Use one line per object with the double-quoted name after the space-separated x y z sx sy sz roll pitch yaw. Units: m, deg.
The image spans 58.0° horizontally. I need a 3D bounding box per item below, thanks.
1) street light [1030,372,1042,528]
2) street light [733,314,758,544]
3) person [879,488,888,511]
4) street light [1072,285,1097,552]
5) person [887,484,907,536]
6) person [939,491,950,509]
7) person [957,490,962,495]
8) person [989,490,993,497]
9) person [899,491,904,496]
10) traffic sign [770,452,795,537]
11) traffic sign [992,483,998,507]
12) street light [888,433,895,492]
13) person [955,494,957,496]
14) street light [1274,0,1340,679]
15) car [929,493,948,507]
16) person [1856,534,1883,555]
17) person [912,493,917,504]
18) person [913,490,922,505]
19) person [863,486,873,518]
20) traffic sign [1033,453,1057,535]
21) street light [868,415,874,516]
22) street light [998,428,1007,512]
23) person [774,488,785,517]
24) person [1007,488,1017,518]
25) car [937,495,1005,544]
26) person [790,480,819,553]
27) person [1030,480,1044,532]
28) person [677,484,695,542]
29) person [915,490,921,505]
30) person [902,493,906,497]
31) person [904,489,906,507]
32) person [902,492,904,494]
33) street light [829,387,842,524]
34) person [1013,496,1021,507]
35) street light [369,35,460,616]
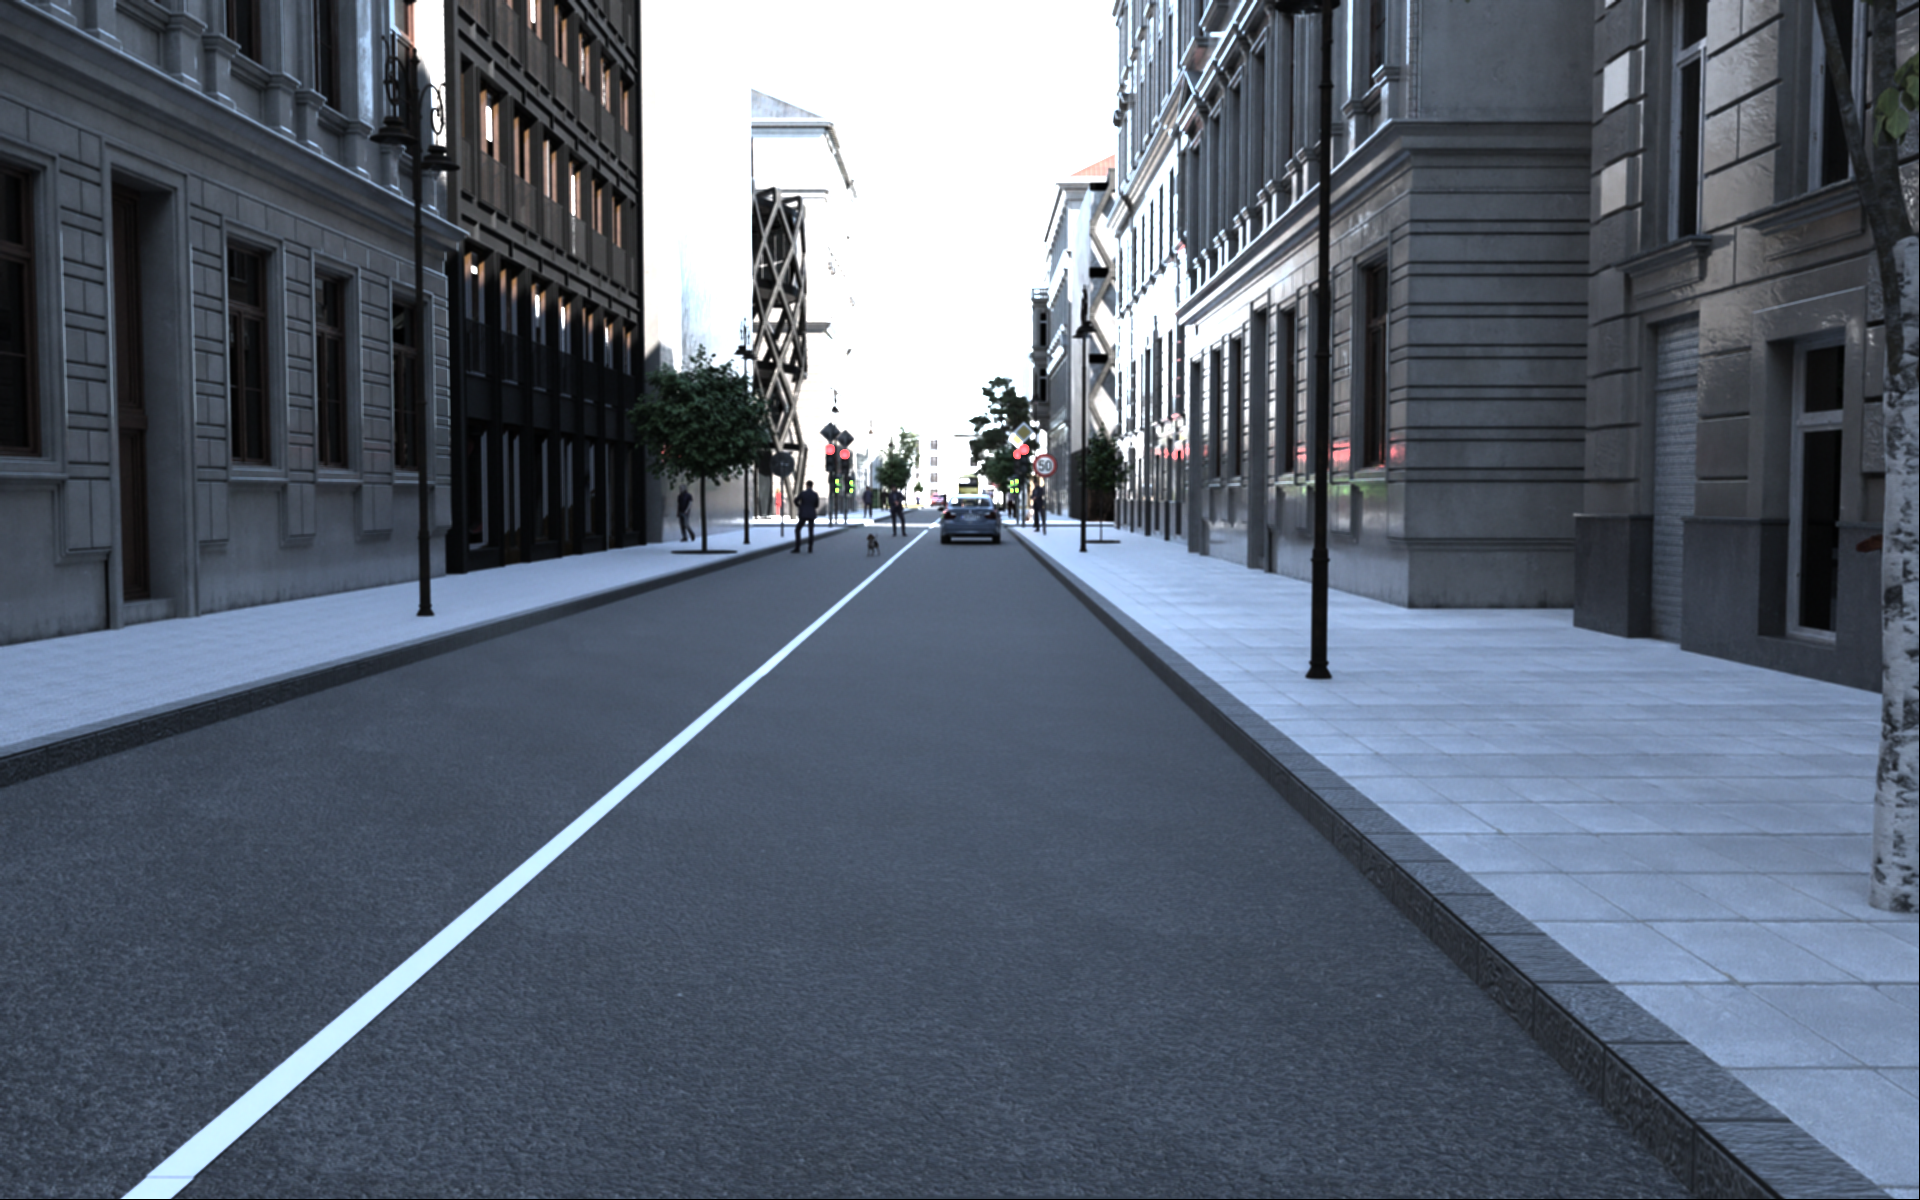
2.872 -5.698 65.948 0.468 5.910 1.993 0 4 0 "street light"
-5.514 -4.392 44.593 0.468 5.910 1.993 0 4 0 "street light"
-5.912 -7.825 134.542 0.990 1.755 0.434 -3 4 -38 "person"
2.745 -4.013 38.398 0.468 5.910 1.993 0 4 0 "street light"
-2.137 -3.068 59.115 0.683 1.767 0.568 0 4 -1 "person"
-1.296 -8.927 155.287 1.217 1.723 0.721 0 4 -6 "person"
-0.113 -9.921 170.797 1.350 1.814 0.705 1 4 20 "person"
4.011 -13.464 226.046 0.709 1.838 0.599 1 4 11 "person"
-5.441 -9.393 159.596 0.705 1.826 1.348 2 4 23 "person"
-5.340 -3.172 51.965 0.768 2.556 0.104 0 4 6 "traffic sign"
2.940 -8.517 139.361 0.768 2.556 0.104 0 4 4 "traffic sign"
-5.074 -9.493 127.993 0.468 5.910 1.993 0 4 0 "street light"
-0.084 -9.217 162.379 0.799 1.438 0.628 -1 4 -20 "person"
2.505 -2.393 11.915 0.468 5.910 1.993 0 4 0 "street light"
-2.452 -11.543 197.771 2.155 1.783 4.494 0 4 -1 "car"
4.591 0.018 8.126 0.546 1.535 0.453 -1 4 -13 "person"
-5.320 -12.765 214.768 1.348 1.821 0.705 1 4 13 "person"
-4.864 -11.879 200.283 1.348 1.822 0.705 -3 5 -42 "person"
-4.849 -5.159 91.305 0.541 1.710 0.530 0 4 4 "person"
2.657 -3.309 54.207 0.768 2.556 0.104 0 4 5 "traffic sign"
-5.220 -7.873 101.511 0.468 5.910 1.993 0 4 0 "street light"
3.128 -9.129 122.047 0.468 5.910 1.993 0 4 0 "street light"
-10.152 -5.486 97.440 0.593 1.614 0.444 3 5 40 "person"
2.762 -5.197 92.470 0.566 1.644 0.517 -1 4 -9 "person"
0.326 -2.398 51.206 2.014 1.417 4.499 0 4 1 "car"
-3.817 -2.047 42.419 0.683 1.767 0.568 -2 4 -27 "person"
2.638 -3.212 59.006 0.683 1.767 0.568 3 4 36 "person"
-7.377 -2.360 46.831 0.471 1.553 0.569 -1 4 -22 "person"
-4.799 -11.690 198.117 0.756 1.711 0.436 0 4 -4 "person"
-5.734 -9.719 165.733 1.217 1.735 0.721 0 4 0 "person"
-5.317 -9.905 167.625 0.705 1.869 1.348 0 4 7 "person"
-5.989 -10.311 174.558 1.348 1.831 0.705 -1 4 -20 "person"
-5.365 -6.239 74.801 0.468 5.910 1.993 0 4 0 "street light"
3.224 -5.673 102.029 0.697 1.427 0.421 0 4 4 "person"
-5.645 -2.772 18.110 0.468 5.910 1.993 0 4 0 "street light"
